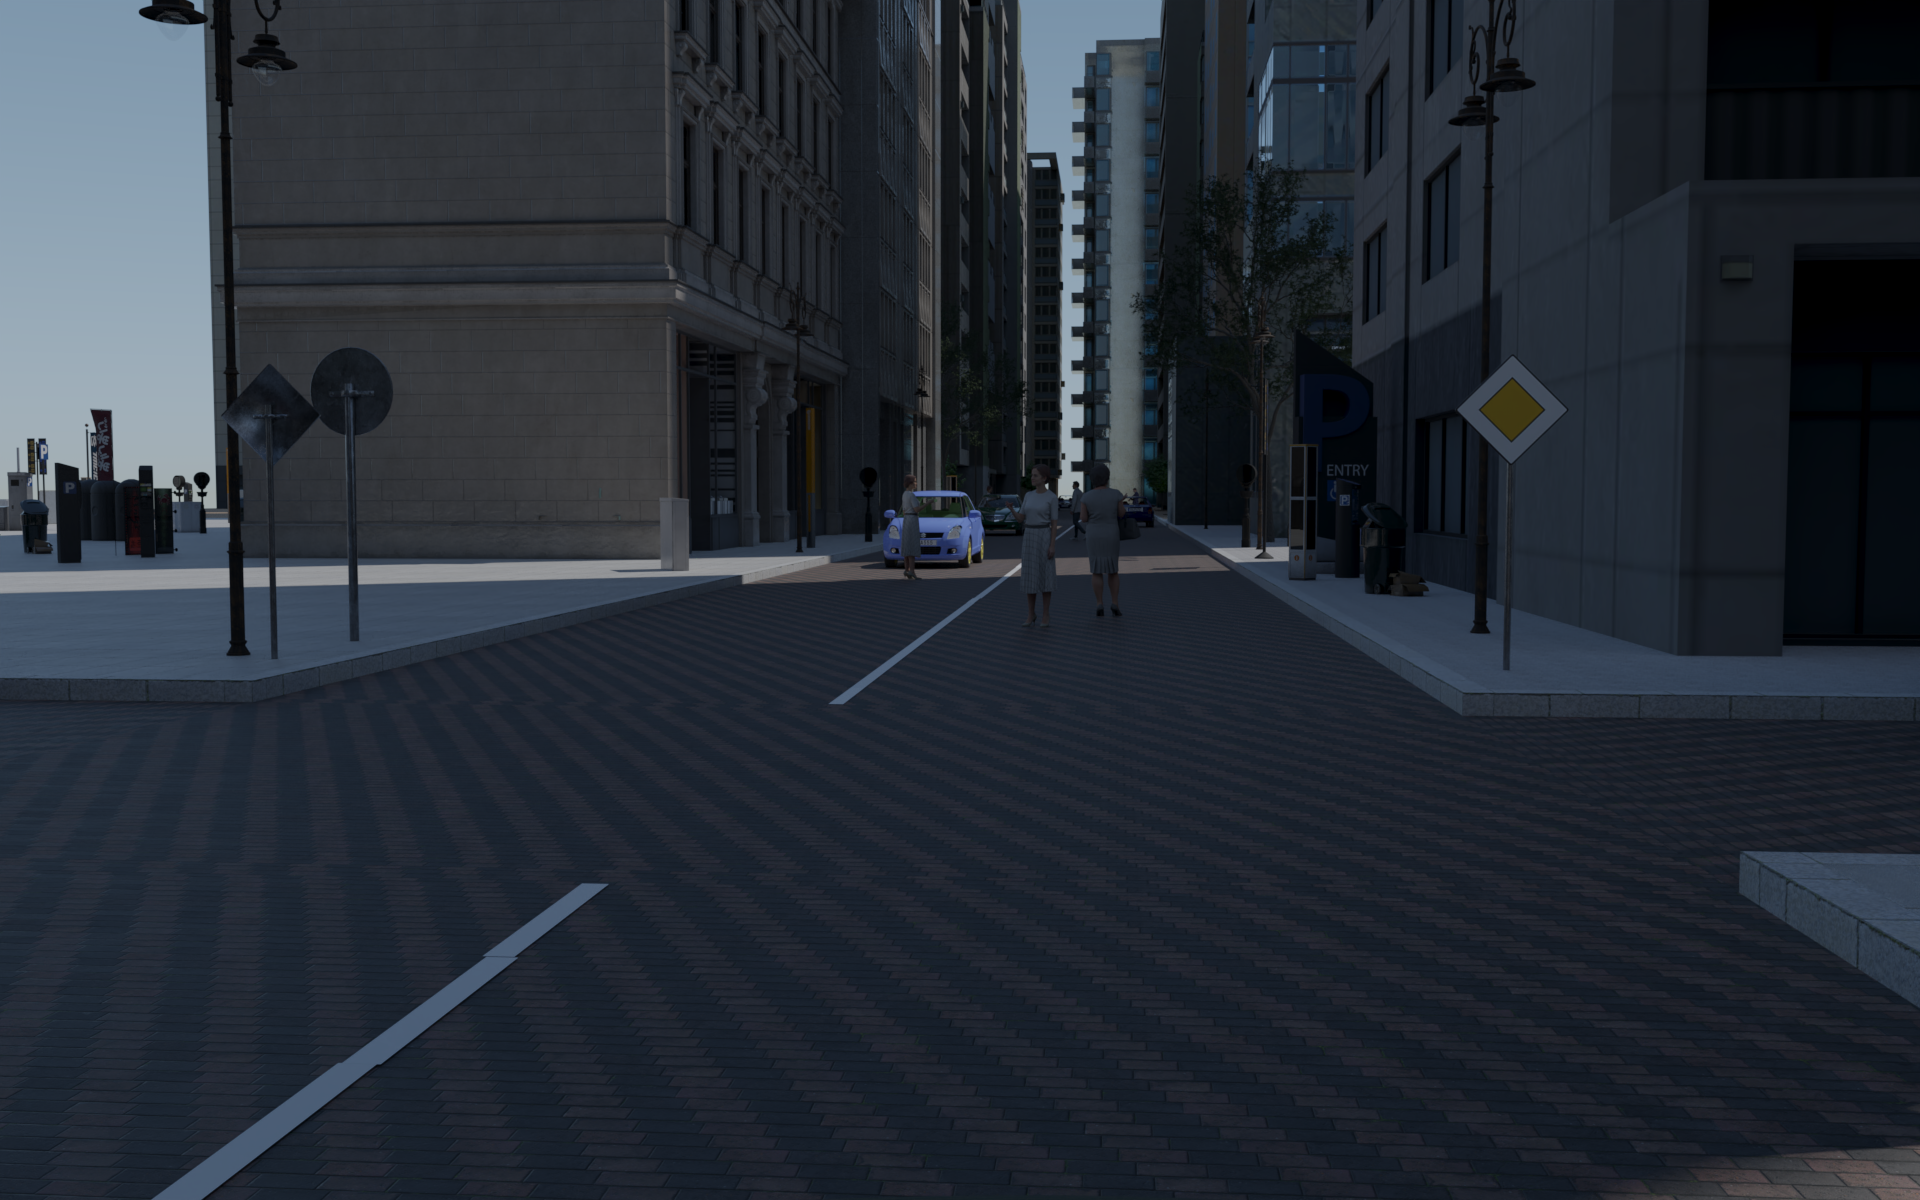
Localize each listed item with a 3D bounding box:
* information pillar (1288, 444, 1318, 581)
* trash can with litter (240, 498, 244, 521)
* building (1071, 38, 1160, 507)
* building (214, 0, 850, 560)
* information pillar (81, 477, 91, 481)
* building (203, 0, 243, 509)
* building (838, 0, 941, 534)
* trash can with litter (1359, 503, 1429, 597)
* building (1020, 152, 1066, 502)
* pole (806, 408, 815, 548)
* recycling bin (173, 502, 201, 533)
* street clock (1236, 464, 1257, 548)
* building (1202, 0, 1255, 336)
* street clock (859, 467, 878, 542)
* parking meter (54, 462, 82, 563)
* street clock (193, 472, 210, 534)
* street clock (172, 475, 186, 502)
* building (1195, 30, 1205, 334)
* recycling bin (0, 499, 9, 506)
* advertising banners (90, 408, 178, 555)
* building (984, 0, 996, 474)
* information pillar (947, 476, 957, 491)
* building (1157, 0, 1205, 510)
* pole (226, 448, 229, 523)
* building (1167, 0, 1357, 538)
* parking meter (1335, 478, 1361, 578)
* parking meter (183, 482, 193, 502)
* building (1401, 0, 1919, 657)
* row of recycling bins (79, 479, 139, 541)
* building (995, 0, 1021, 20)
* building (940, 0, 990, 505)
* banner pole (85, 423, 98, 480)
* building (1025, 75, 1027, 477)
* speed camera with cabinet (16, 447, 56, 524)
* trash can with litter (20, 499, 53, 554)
[{"bbox_3d":[5.100,-1.299,25.738,0.304,2.012,0.304,-3,5,-43],"label":"information pillar"},{"bbox_3d":[-23.023,-2.716,55.792,0.624,1.170,1.055,-1,4,-19],"label":"trash can with litter"},{"bbox_3d":[27.093,-34.408,182.171,30.456,49.044,23.786,0,4,5],"label":"building"},{"bbox_3d":[-9.927,-11.261,35.034,10.553,20.767,40.483,0,4,5],"label":"building"},{"bbox_3d":[-38.038,-4.338,75.426,0.304,2.012,0.304,0,4,7],"label":"information pillar"},{"bbox_3d":[-53.171,-43.946,156.764,20.611,71.187,20.563,0,4,5],"label":"building"},{"bbox_3d":[-7.704,-15.105,64.985,12.078,24.808,19.932,0,4,5],"label":"building"},{"bbox_3d":[5.580,-0.654,22.078,0.624,1.170,1.055,-2,4,-25],"label":"trash can with litter"},{"bbox_3d":[-0.747,-30.371,188.442,23.993,40.220,32.217,0,4,5],"label":"building"},{"bbox_3d":[-3.549,-2.893,41.143,0.158,3.312,0.155,0,3,0],"label":"pole"},{"bbox_3d":[-25.902,-2.779,57.994,0.722,1.027,0.722,3,5,41],"label":"recycling bin"},{"bbox_3d":[6.854,-2.256,41.453,0.471,2.002,0.358,1,4,21],"label":"street clock"},{"bbox_3d":[20.941,-27.315,96.719,14.600,45.320,14.200,0,4,5],"label":"building"},{"bbox_3d":[-2.453,-2.560,46.432,0.471,2.002,0.358,-1,4,-11],"label":"street clock"},{"bbox_3d":[-16.580,-1.622,32.229,0.399,1.863,0.255,-3,5,-45],"label":"parking meter"},{"bbox_3d":[-24.564,-3.155,56.153,0.471,2.002,0.358,-2,4,-34],"label":"street clock"},{"bbox_3d":[-30.041,-3.798,66.669,0.471,2.002,0.358,2,4,28],"label":"street clock"},{"bbox_3d":[22.128,-20.768,111.250,14.160,30.474,14.107,0,4,5],"label":"building"},{"bbox_3d":[-47.709,-4.540,86.775,0.722,1.027,0.722,2,4,27],"label":"recycling bin"},{"bbox_3d":[-17.350,-2.459,36.400,0.090,3.025,2.074,2,4,24],"label":"advertising banners"},{"bbox_3d":[-11.743,-32.328,117.795,28.713,52.752,27.495,0,4,5],"label":"building"},{"bbox_3d":[-0.334,-4.009,70.040,0.304,2.012,0.304,-2,4,-32],"label":"information pillar"},{"bbox_3d":[28.101,-32.147,149.300,21.300,48.544,21.600,0,4,5],"label":"building"},{"bbox_3d":[-32.297,-5.058,76.546,0.158,3.312,0.155,0,3,0],"label":"pole"},{"bbox_3d":[19.488,-45.859,62.459,22.319,86.520,31.000,0,4,5],"label":"building"},{"bbox_3d":[5.944,-1.108,26.526,0.372,1.533,0.369,0,3,0],"label":"parking meter"},{"bbox_3d":[-37.305,-4.772,83.730,0.399,1.863,0.255,2,4,27],"label":"parking meter"},{"bbox_3d":[16.863,-35.629,20.782,20.611,71.187,20.563,0,4,5],"label":"building"},{"bbox_3d":[-23.692,-2.493,47.880,3.534,1.692,1.069,2,4,33],"label":"row of recycling bins"},{"bbox_3d":[-2.537,-27.802,138.156,14.154,41.232,14.086,0,4,5],"label":"building"},{"bbox_3d":[-5.865,-19.838,96.053,14.160,30.474,14.107,0,4,5],"label":"building"},{"bbox_3d":[-30.917,-4.387,61.738,0.401,3.779,0.863,1,4,11],"label":"banner pole"},{"bbox_3d":[-1.106,-28.868,155.582,14.086,41.232,14.154,0,4,5],"label":"building"},{"bbox_3d":[-39.448,-4.874,74.021,2.038,3.252,0.660,-2,4,-32],"label":"speed camera with cabinet"},{"bbox_3d":[-19.858,-1.591,37.406,0.624,1.170,1.055,-3,5,-45],"label":"trash can with litter"}]
